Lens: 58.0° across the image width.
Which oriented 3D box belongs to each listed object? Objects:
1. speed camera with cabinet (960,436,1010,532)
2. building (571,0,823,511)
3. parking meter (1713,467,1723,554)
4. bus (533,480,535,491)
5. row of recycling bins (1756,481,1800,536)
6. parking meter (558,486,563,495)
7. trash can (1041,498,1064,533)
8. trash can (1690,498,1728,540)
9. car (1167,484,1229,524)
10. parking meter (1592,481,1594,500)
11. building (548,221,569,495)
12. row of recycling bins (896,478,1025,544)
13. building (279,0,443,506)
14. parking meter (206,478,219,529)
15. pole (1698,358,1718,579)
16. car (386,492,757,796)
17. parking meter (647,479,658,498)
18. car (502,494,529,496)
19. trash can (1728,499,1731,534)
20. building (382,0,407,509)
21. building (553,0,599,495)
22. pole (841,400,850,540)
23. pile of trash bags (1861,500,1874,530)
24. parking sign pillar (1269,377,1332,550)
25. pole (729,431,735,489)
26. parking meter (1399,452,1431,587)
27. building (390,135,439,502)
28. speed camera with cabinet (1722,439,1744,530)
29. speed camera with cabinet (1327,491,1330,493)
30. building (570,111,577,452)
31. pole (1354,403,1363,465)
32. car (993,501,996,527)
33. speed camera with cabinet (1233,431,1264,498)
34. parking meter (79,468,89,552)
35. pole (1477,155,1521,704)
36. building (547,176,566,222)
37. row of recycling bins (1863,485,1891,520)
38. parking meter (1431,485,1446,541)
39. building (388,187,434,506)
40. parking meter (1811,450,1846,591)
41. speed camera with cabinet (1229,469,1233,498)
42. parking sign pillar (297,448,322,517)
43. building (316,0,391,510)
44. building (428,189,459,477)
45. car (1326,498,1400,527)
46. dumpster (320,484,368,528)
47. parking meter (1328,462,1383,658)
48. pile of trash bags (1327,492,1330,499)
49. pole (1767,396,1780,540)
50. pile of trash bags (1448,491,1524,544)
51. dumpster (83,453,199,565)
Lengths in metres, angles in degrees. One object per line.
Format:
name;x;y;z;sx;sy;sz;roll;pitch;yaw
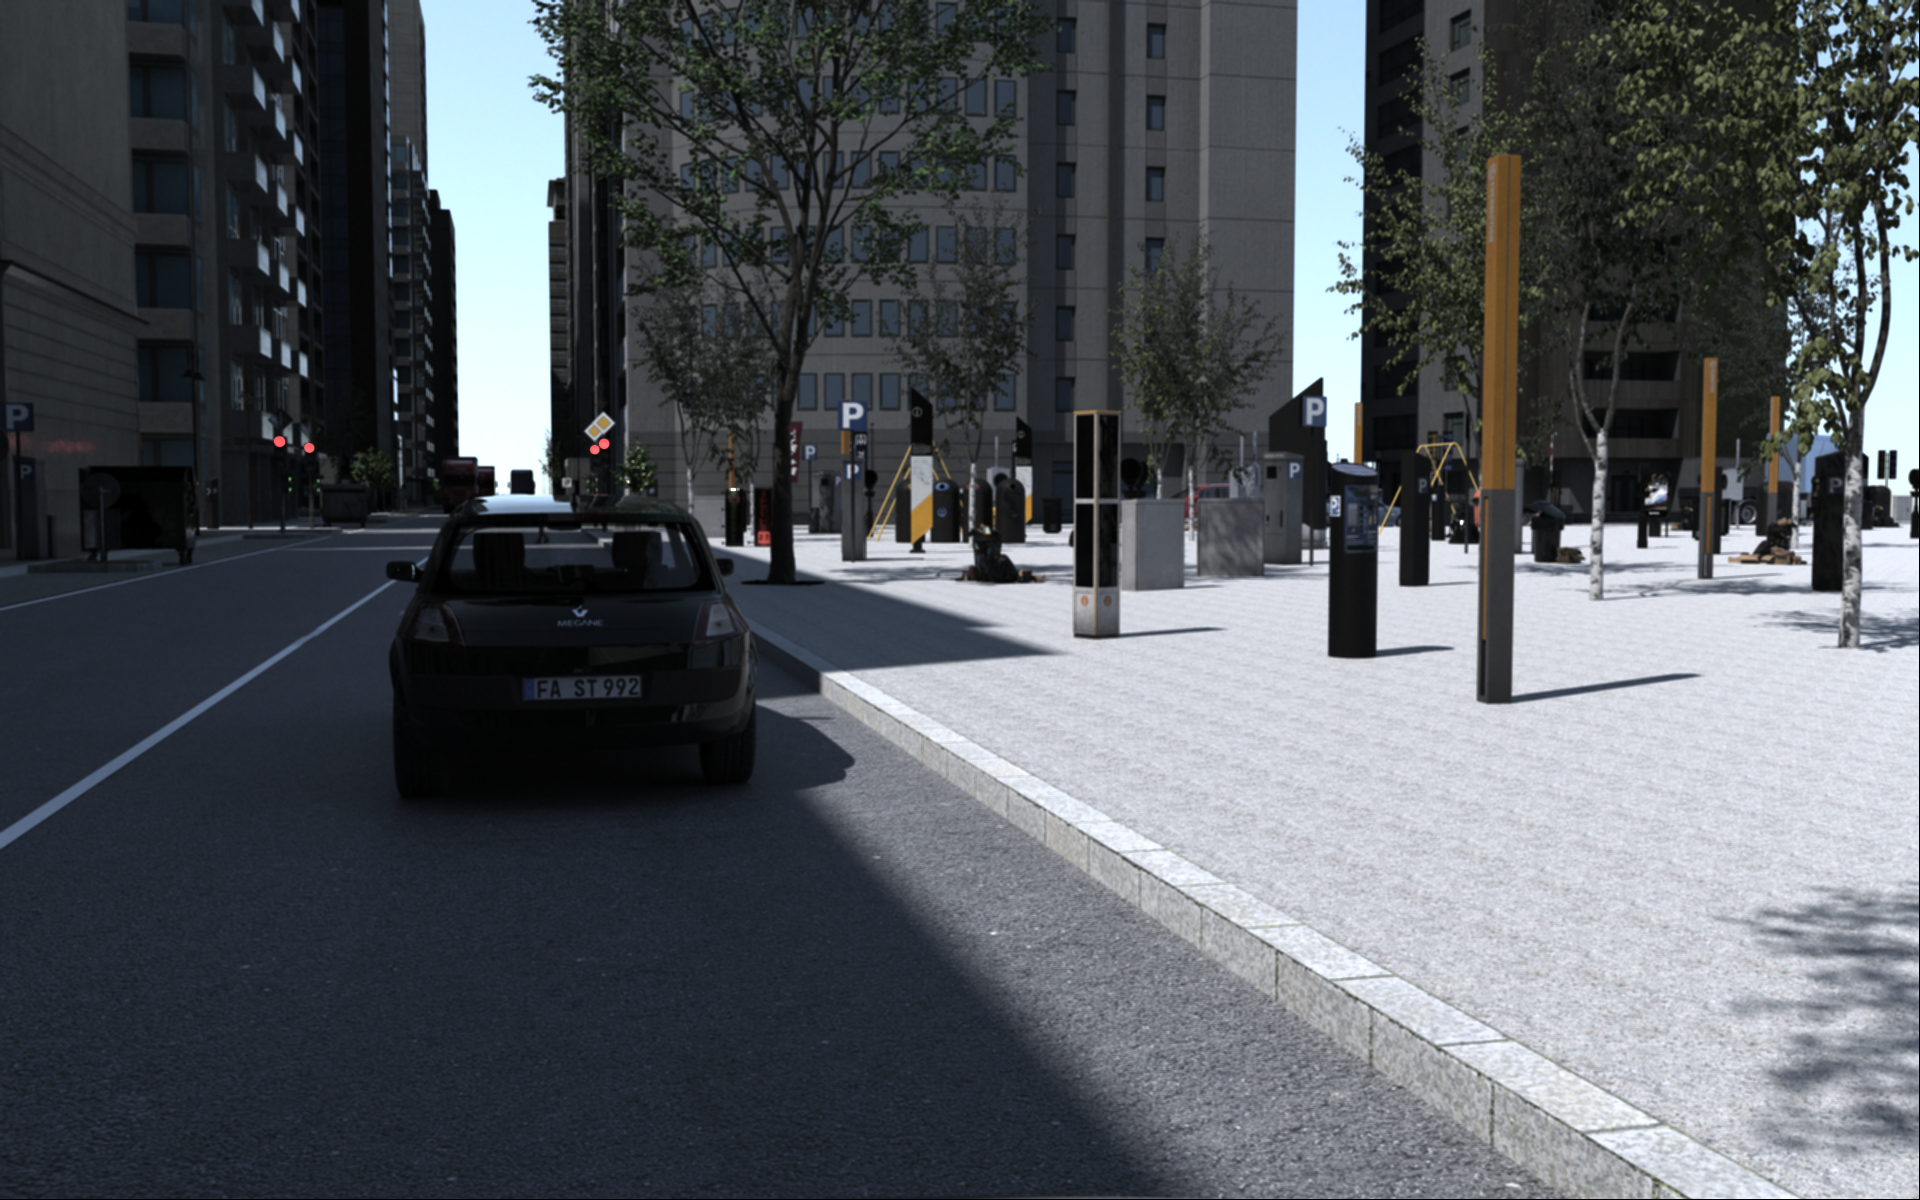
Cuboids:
speed camera with cabinet;0.661;-3.955;58.996;2.038;3.252;0.660;-1;4;-17
building;-26.374;-38.180;166.245;21.231;58.520;28.212;-1;4;-14
parking meter;16.080;-1.911;36.949;0.255;1.863;0.399;1;4;13
bus;-67.919;-17.070;270.648;2.896;3.916;12.252;-1;4;-15
row of recycling bins;25.452;-2.866;53.965;1.069;1.692;3.534;2;4;33
parking meter;-30.689;-7.807;133.356;0.399;1.863;0.255;0;4;-4
trash can;3.018;-2.751;56.630;0.748;1.137;0.748;0;3;0
trash can;20.615;-2.221;47.962;0.748;1.137;0.748;0;3;0
car;9.540;-3.613;67.753;5.304;1.827;2.281;-1;4;-15
parking meter;24.585;-3.732;66.722;0.399;1.863;0.255;0;4;-5
building;-54.883;-35.396;262.313;14.154;41.232;14.086;-1;4;-14
row of recycling bins;-0.001;-2.355;45.614;3.534;1.692;1.069;1;4;13
building;-86.428;-49.900;254.113;20.563;71.187;20.611;-1;4;-14
parking meter;-27.268;-3.513;63.150;0.255;1.863;0.399;1;4;19
pole;11.250;-1.970;26.046;0.158;3.312;0.155;0;3;0
car;-2.210;0.002;9.752;2.009;1.686;4.222;-1;4;-14
parking meter;-11.918;-3.753;67.079;0.399;1.863;0.255;0;4;0
car;-19.778;-4.000;77.202;2.131;1.459;4.920;-1;4;-15
trash can;23.399;-2.555;53.427;0.748;1.137;0.748;0;3;0
building;-63.519;-51.862;160.617;22.319;86.520;31.000;-1;4;-14
building;-47.388;-49.368;245.423;20.563;71.187;20.611;-1;4;-14
pole;-2.472;-2.671;37.520;0.158;3.312;0.155;0;3;0
pile of trash bags;31.886;-3.224;62.471;1.912;1.369;3.447;2;4;31
parking sign pillar;7.898;-3.183;40.517;1.447;3.967;1.447;2;4;35
pole;-7.344;-3.794;55.881;0.158;3.312;0.155;0;3;0
parking meter;6.350;-1.128;24.147;0.399;1.863;0.255;-3;4;-37
building;-82.060;-37.309;229.607;23.786;49.044;30.456;-1;4;-14
speed camera with cabinet;27.731;-4.190;62.849;0.660;3.252;2.038;0;4;2
speed camera with cabinet;23.353;-6.833;106.053;2.038;3.252;0.660;-2;4;-27
building;-34.447;-32.813;186.598;14.600;45.320;14.200;-1;4;-14
pole;8.888;-2.744;38.704;0.158;3.312;0.155;0;3;0
car;0.453;-3.508;67.575;3.980;1.641;2.015;-1;4;-13
speed camera with cabinet;9.311;-3.699;54.807;0.660;3.252;2.038;2;4;24
parking meter;-19.417;-2.015;38.652;0.399;1.863;0.255;2;4;27
pole;3.289;-1.023;10.567;0.158;3.312;0.155;0;3;0
building;-52.558;-42.506;284.206;28.713;52.752;27.495;-1;4;-14
row of recycling bins;44.184;-4.721;84.295;1.069;1.692;3.534;0;4;3
parking meter;13.204;-2.408;47.784;0.372;1.533;0.369;0;3;0
building;-74.541;-30.317;187.565;32.217;40.220;23.993;-1;4;-14
parking meter;11.494;-1.051;22.895;0.399;1.863;0.255;0;4;6
speed camera with cabinet;10.284;-3.972;59.271;2.038;3.252;0.660;0;4;-3
parking sign pillar;-37.018;-6.722;98.379;1.447;3.967;1.447;1;4;21
building;-54.370;-30.010;140.777;14.600;45.320;14.200;-1;4;-14
building;-91.378;-39.853;275.295;21.300;48.544;21.600;-1;4;-14
car;16.487;-3.614;71.094;4.499;1.417;2.014;-1;4;-12
dumpster;-26.027;-3.979;73.277;1.865;1.857;1.264;-1;4;-13
parking meter;3.100;-0.320;13.647;0.372;1.533;0.369;0;3;0
pile of trash bags;32.160;-8.855;154.539;3.447;1.369;1.912;1;4;15
pole;17.028;-2.595;36.268;0.158;3.312;0.155;0;3;0
pile of trash bags;13.518;-2.132;44.616;1.912;1.369;3.447;1;4;19
dumpster;-16.409;-1.822;34.735;1.985;2.255;1.502;-1;4;-15
